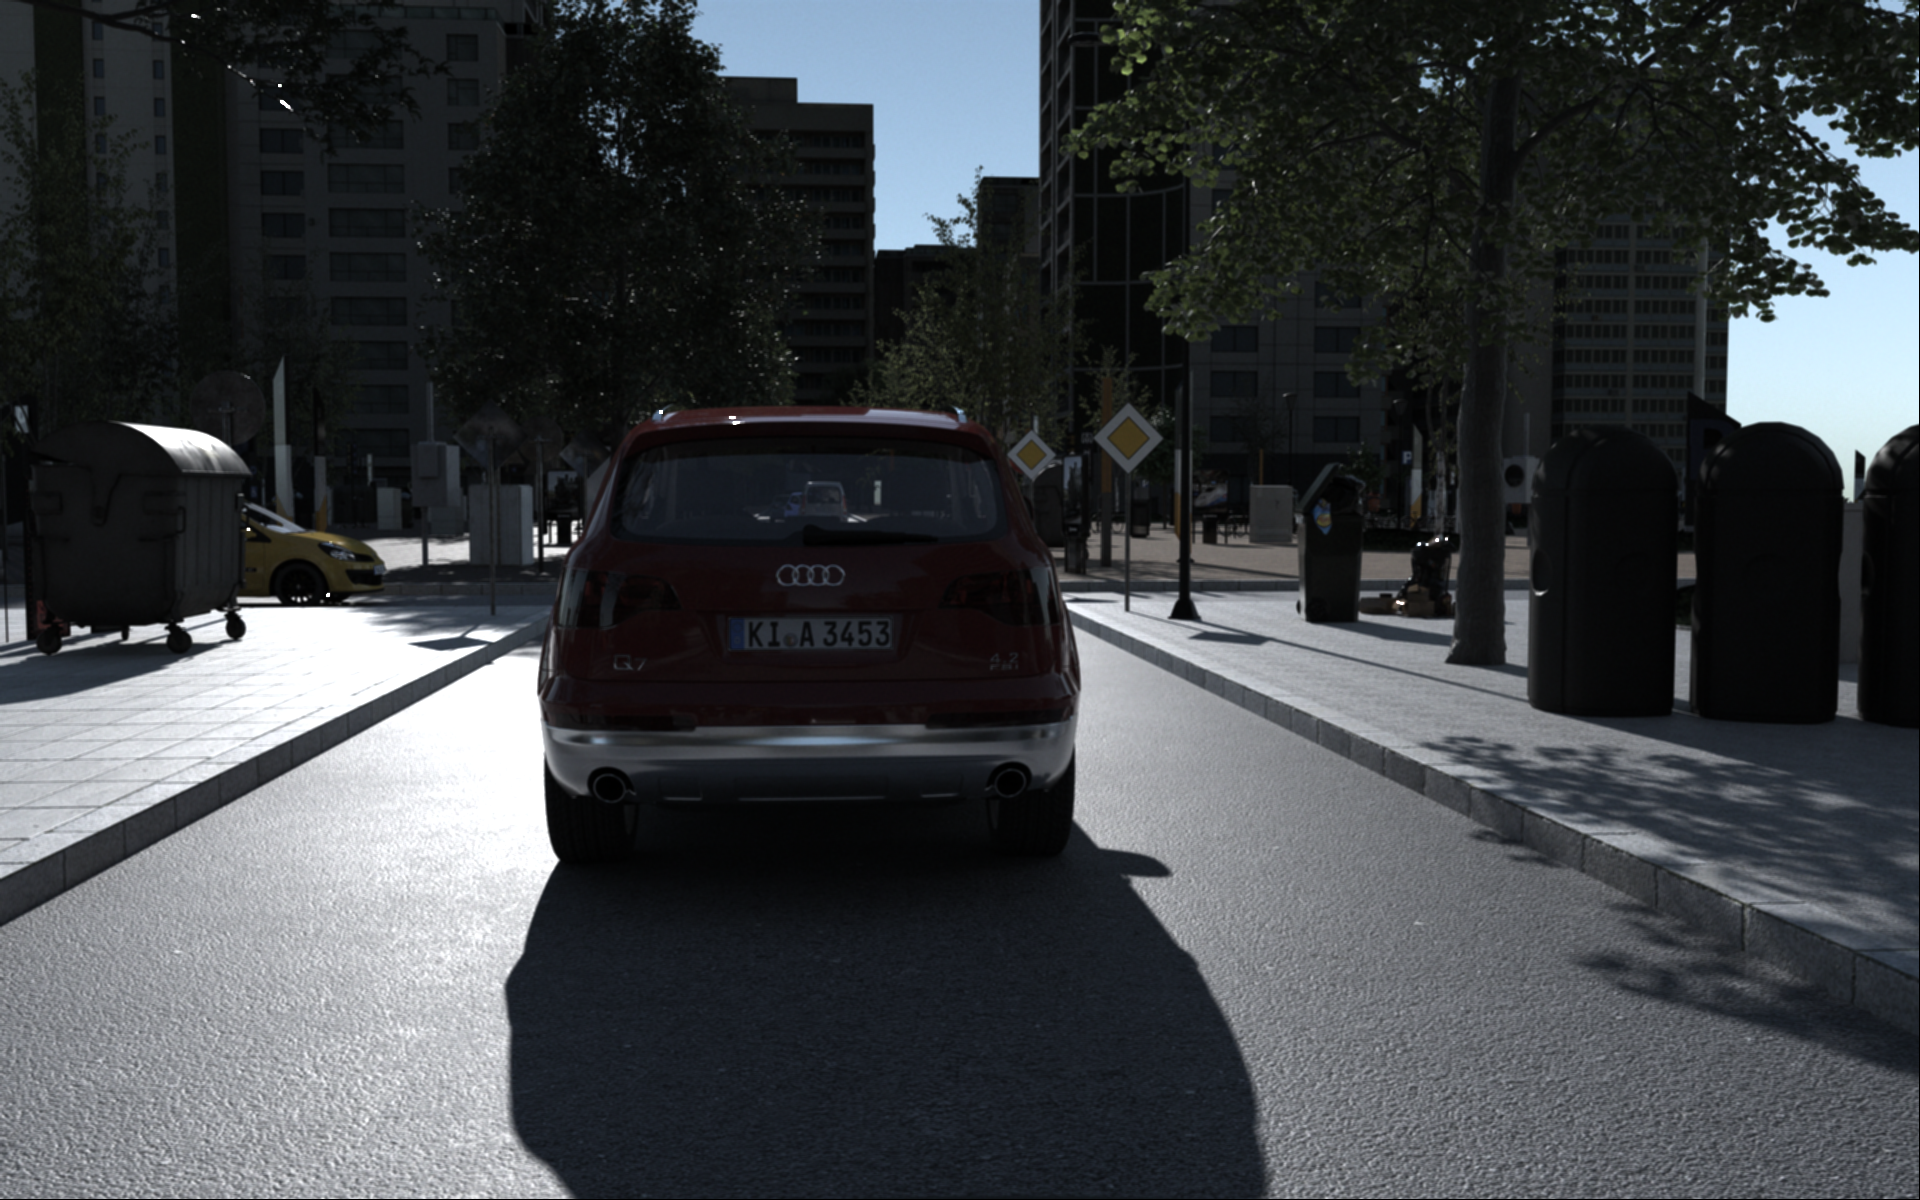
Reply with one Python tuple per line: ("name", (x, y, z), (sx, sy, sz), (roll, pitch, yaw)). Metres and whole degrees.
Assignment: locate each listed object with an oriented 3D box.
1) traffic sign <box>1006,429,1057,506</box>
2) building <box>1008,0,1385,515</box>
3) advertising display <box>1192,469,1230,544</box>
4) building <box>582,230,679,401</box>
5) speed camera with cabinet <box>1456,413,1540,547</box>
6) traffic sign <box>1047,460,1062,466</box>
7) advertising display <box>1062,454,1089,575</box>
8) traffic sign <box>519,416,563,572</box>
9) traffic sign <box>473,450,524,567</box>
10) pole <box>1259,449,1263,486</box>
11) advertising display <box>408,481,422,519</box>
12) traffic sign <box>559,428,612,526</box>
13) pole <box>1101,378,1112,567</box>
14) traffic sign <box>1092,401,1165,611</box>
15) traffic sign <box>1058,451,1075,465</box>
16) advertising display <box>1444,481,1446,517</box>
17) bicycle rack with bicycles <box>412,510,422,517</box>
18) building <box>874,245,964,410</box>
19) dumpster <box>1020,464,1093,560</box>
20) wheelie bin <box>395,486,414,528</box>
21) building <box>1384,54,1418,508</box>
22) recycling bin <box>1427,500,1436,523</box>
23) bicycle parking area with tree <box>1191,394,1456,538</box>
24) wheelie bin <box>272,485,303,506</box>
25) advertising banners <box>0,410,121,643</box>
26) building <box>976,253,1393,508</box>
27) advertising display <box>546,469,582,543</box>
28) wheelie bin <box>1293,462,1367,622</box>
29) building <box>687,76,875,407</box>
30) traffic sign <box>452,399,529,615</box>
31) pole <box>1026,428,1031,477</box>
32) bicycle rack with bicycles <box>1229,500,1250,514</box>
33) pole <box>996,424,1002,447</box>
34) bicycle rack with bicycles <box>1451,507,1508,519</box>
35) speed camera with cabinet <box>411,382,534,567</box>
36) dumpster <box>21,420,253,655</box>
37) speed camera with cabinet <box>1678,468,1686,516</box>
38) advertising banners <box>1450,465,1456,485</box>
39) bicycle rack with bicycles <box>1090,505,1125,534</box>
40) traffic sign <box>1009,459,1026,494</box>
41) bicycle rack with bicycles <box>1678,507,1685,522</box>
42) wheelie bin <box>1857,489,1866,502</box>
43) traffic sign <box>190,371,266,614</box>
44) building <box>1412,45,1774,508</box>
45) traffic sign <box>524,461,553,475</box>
("traffic sign", (1.102, -1.418, 26.831), (0.795, 2.450, 0.064), (0, 4, -5))
("building", (14.525, -41.262, 112.886), (20.563, 71.187, 20.611), (0, 4, -5))
("advertising display", (6.486, -2.427, 44.889), (0.974, 1.923, 0.123), (1, 4, 18))
("building", (-44.340, -31.619, 208.857), (23.993, 40.220, 32.217), (0, 4, -5))
("speed camera with cabinet", (13.267, -2.964, 42.798), (0.660, 3.252, 2.038), (-3, 4, -37))
("traffic sign", (2.825, -3.021, 51.526), (0.606, 2.300, 0.079), (0, 4, 0))
("advertising display", (1.862, -1.392, 27.971), (0.123, 1.923, 0.974), (-1, 4, -16))
("traffic sign", (-6.870, -1.726, 28.326), (0.768, 2.556, 0.104), (0, 4, 3))
("traffic sign", (-8.053, -1.848, 30.218), (0.884, 2.594, 0.081), (0, 4, -3))
("pole", (13.664, -5.185, 78.624), (0.158, 3.312, 0.155), (0, 3, 0))
("advertising display", (-27.671, -5.084, 88.333), (0.123, 1.923, 0.974), (3, 5, 41))
("traffic sign", (-5.667, -1.382, 26.238), (0.795, 2.450, 0.064), (0, 4, -5))
("pole", (2.575, -2.240, 30.467), (0.158, 3.312, 0.155), (0, 3, 0))
("traffic sign", (1.825, -0.932, 18.878), (0.795, 2.450, 0.064), (0, 4, -5))
("traffic sign", (2.992, -2.755, 46.227), (0.795, 2.450, 0.064), (0, 4, -1))
("advertising display", (23.756, -4.906, 85.421), (0.123, 1.923, 0.974), (2, 4, 32))
("bicycle rack with bicycles", (-31.284, -5.135, 97.337), (2.852, 0.926, 2.925), (-1, 4, -18))
("building", (-3.011, -26.421, 203.679), (14.107, 30.474, 14.160), (0, 4, -5))
("dumpster", (1.931, -1.757, 34.480), (1.264, 1.857, 1.865), (0, 4, -5))
("wheelie bin", (-20.968, -3.498, 65.093), (0.980, 1.594, 0.693), (2, 4, 30))
("building", (29.960, -32.717, 158.626), (21.600, 48.544, 21.300), (0, 4, -5))
("recycling bin", (20.595, -3.903, 76.368), (0.722, 1.027, 0.722), (-2, 4, -24))
("bicycle parking area with tree", (11.519, -3.922, 51.120), (8.231, 4.147, 9.016), (-2, 4, -26))
("wheelie bin", (-22.995, -3.143, 59.301), (0.980, 1.594, 0.693), (-2, 4, -31))
("advertising banners", (-8.109, -1.173, 15.370), (0.090, 3.025, 2.074), (1, 4, 14))
("building", (16.513, -18.028, 139.803), (27.650, 21.520, 28.899), (0, 4, -5))
("advertising display", (-10.324, -2.442, 45.141), (0.974, 1.923, 0.123), (1, 4, 18))
("wheelie bin", (3.763, -0.591, 17.578), (0.693, 1.594, 0.980), (0, 4, 3))
("building", (-21.164, -35.582, 205.470), (21.600, 48.544, 21.300), (0, 4, -5))
("traffic sign", (-4.943, -0.896, 18.285), (0.795, 2.450, 0.064), (0, 4, -5))
("pole", (2.114, -3.656, 53.626), (0.158, 3.312, 0.155), (0, 3, 0))
("bicycle rack with bicycles", (16.014, -5.109, 96.909), (2.852, 0.926, 2.925), (-2, 4, -24))
("pole", (1.141, -3.477, 50.691), (0.158, 3.312, 0.155), (0, 3, 0))
("bicycle rack with bicycles", (23.725, -4.028, 79.245), (2.852, 0.926, 2.925), (0, 4, -1))
("speed camera with cabinet", (-8.657, -2.227, 30.754), (2.038, 3.252, 0.660), (1, 4, 9))
("dumpster", (-6.845, -0.535, 14.514), (1.264, 1.857, 1.865), (0, 4, -5))
("speed camera with cabinet", (42.227, -6.425, 99.377), (0.660, 3.252, 2.038), (-2, 4, -26))
("advertising banners", (28.903, -6.555, 103.359), (2.074, 3.025, 0.090), (-2, 4, -34))
("bicycle rack with bicycles", (4.206, -2.646, 56.652), (2.852, 0.926, 2.925), (3, 4, 38))
("traffic sign", (1.607, -2.643, 43.314), (0.768, 2.556, 0.104), (0, 4, 4))
("bicycle rack with bicycles", (35.148, -4.478, 86.595), (2.925, 0.926, 2.852), (0, 4, -1))
("wheelie bin", (33.156, -3.378, 63.142), (0.693, 1.594, 0.980), (0, 4, 7))
("traffic sign", (-7.569, -1.090, 17.921), (0.768, 2.556, 0.104), (0, 4, -3))
("building", (53.090, -28.401, 156.242), (23.993, 40.220, 32.217), (0, 4, -5))
("traffic sign", (-11.464, -2.893, 47.304), (0.884, 2.594, 0.081), (0, 4, -4))
